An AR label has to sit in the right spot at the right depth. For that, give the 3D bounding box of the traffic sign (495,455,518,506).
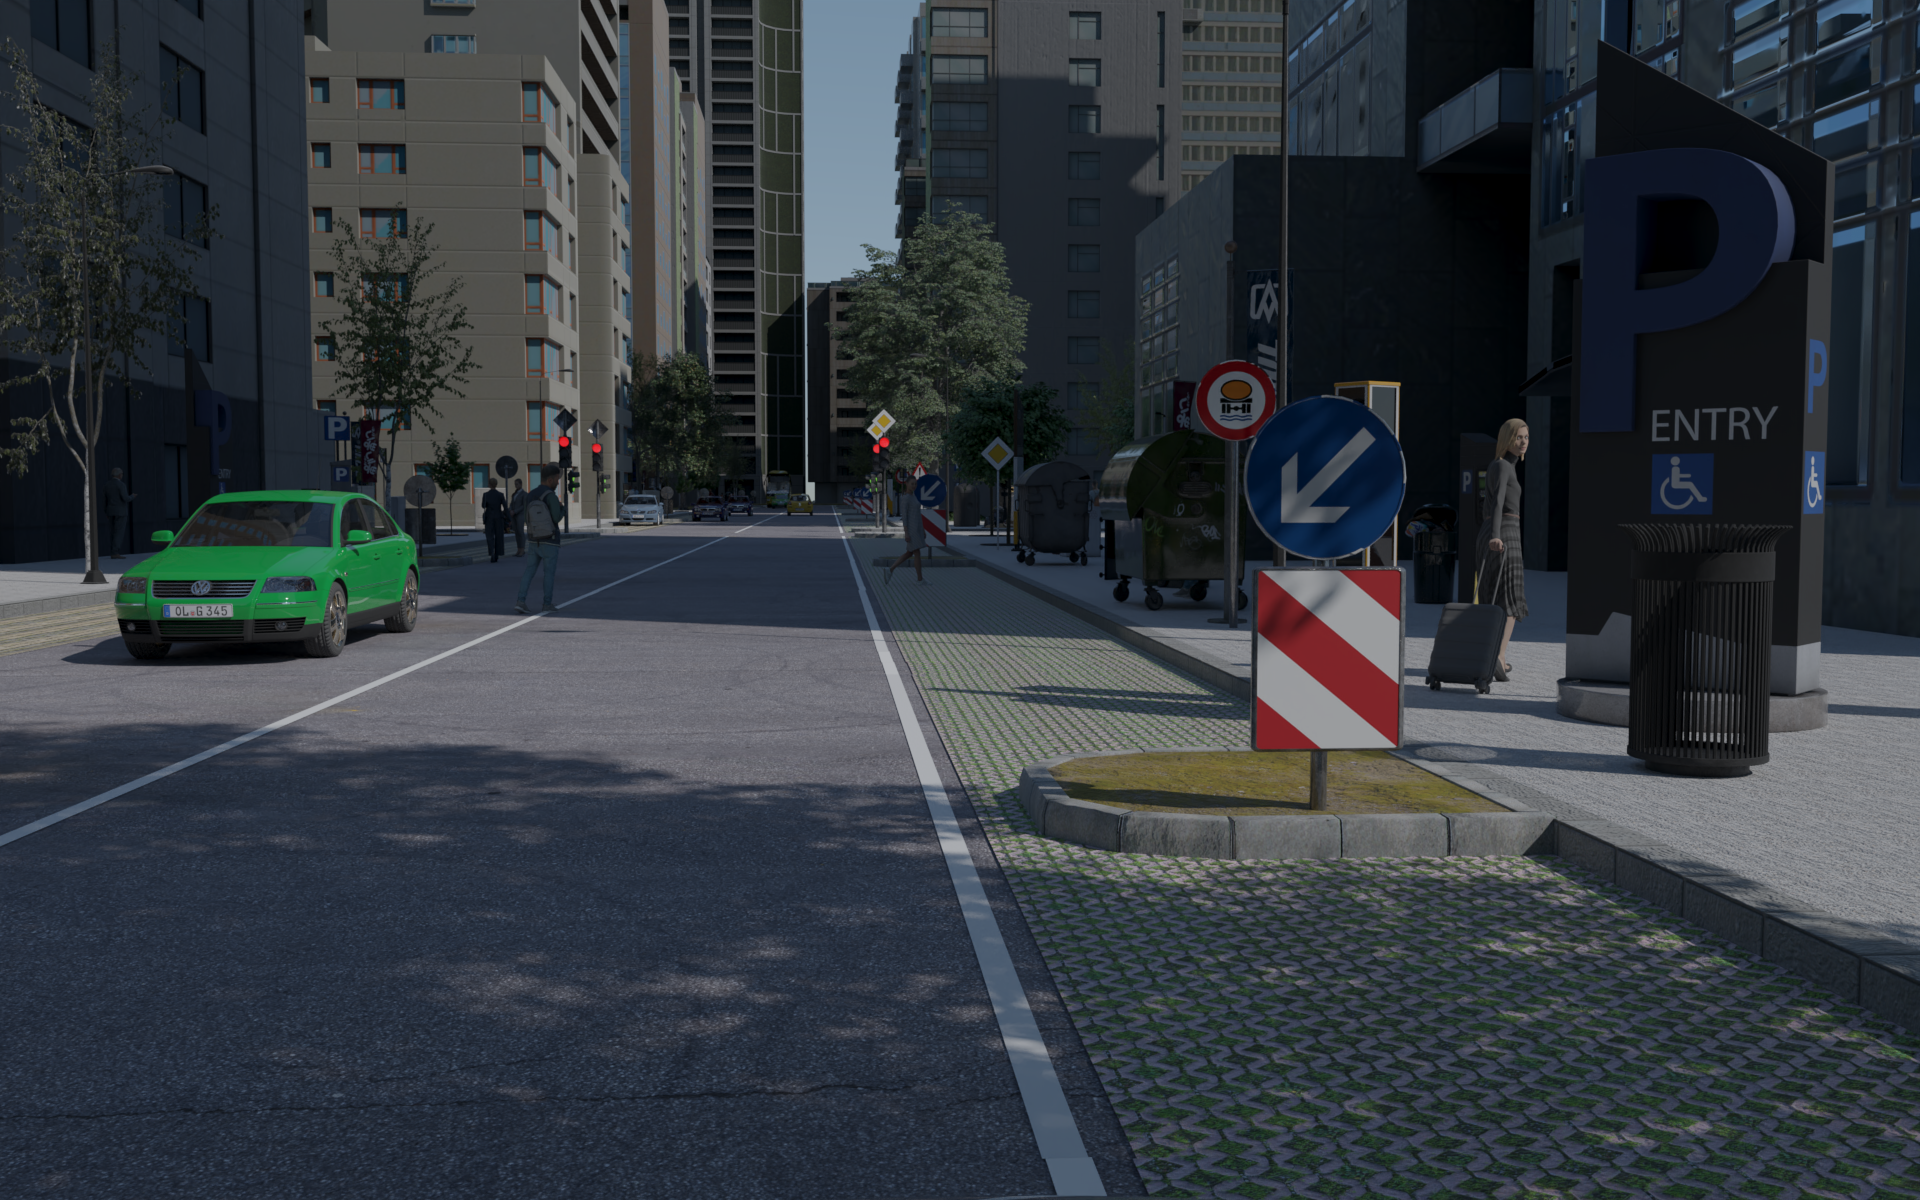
[{"bbox_3d":[-14.941,-3.485,57.091,0.768,2.556,0.104,0,4,4],"label":"traffic sign"}]

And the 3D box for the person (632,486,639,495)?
[{"bbox_3d":[-20.148,-6.159,107.001,0.793,1.790,0.793,1,4,23],"label":"person"}]

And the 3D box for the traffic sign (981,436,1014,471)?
[{"bbox_3d":[0.883,-2.426,39.405,0.795,2.593,0.064,0,4,2],"label":"traffic sign"}]

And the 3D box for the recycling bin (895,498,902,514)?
[{"bbox_3d":[-4.075,-6.071,111.813,0.722,1.027,0.722,-2,4,-28],"label":"recycling bin"}]

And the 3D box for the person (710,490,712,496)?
[{"bbox_3d":[-26.010,-10.644,180.630,0.990,1.755,0.434,-1,4,-10],"label":"person"}]

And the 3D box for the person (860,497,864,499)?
[{"bbox_3d":[-10.667,-11.058,187.282,0.683,1.767,0.568,0,4,-3],"label":"person"}]

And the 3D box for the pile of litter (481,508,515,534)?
[{"bbox_3d":[-14.937,-2.580,56.156,1.176,0.858,1.719,0,4,-5],"label":"pile of litter"}]

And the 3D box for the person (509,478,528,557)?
[{"bbox_3d":[-10.152,-1.888,39.637,0.520,1.790,0.573,1,4,18],"label":"person"}]

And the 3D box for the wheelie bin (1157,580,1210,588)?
[{"bbox_3d":[3.118,-0.969,23.744,0.980,1.594,0.693,-3,4,-38],"label":"wheelie bin"}]

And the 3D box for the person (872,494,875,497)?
[{"bbox_3d":[-8.270,-10.273,174.719,1.217,1.735,0.721,-1,4,-8],"label":"person"}]

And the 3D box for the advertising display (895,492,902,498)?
[{"bbox_3d":[-3.769,-6.571,112.646,0.974,1.923,0.123,1,4,20],"label":"advertising display"}]

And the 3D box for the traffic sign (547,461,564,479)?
[{"bbox_3d":[-15.847,-4.127,67.579,0.768,2.556,0.104,0,4,5],"label":"traffic sign"}]

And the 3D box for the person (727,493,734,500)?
[{"bbox_3d":[-25.168,-11.073,190.277,0.799,1.438,0.628,-1,4,-15],"label":"person"}]

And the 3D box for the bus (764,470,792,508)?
[{"bbox_3d":[-19.291,-11.795,184.396,2.896,3.916,12.252,0,4,-5],"label":"bus"}]

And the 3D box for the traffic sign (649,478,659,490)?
[{"bbox_3d":[-19.238,-6.530,108.888,0.606,2.300,0.079,0,4,-4],"label":"traffic sign"}]

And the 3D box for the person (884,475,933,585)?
[{"bbox_3d":[-0.800,-1.083,26.956,0.760,1.731,0.466,-1,4,-15],"label":"person"}]

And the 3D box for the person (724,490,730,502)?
[{"bbox_3d":[-28.095,-12.476,210.111,1.350,1.814,0.705,0,4,-5],"label":"person"}]

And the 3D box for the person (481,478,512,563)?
[{"bbox_3d":[-9.733,-1.675,36.307,0.576,1.772,0.534,-3,5,-42],"label":"person"}]

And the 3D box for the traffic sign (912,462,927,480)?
[{"bbox_3d":[-1.619,-4.281,70.002,0.884,2.594,0.081,0,4,3],"label":"traffic sign"}]

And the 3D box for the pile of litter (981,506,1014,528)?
[{"bbox_3d":[1.605,-3.171,65.811,1.719,0.858,1.176,-1,4,-10],"label":"pile of litter"}]

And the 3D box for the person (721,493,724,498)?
[{"bbox_3d":[-23.781,-10.032,173.329,0.557,1.426,1.065,2,4,25],"label":"person"}]

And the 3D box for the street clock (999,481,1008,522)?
[{"bbox_3d":[1.783,-3.971,69.490,0.471,2.002,0.358,-1,4,-19],"label":"street clock"}]

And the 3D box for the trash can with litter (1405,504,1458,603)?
[{"bbox_3d":[5.558,-0.562,20.573,0.624,1.170,1.055,1,4,9],"label":"trash can with litter"}]

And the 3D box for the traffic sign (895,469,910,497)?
[{"bbox_3d":[-2.832,-5.228,85.581,0.768,2.556,0.104,0,4,-4],"label":"traffic sign"}]

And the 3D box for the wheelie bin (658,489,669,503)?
[{"bbox_3d":[-18.778,-6.235,109.845,0.980,1.594,0.693,0,4,-1],"label":"wheelie bin"}]

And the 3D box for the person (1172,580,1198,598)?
[{"bbox_3d":[2.840,-0.924,21.496,0.721,1.781,0.623,2,4,34],"label":"person"}]

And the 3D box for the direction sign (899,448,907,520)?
[{"bbox_3d":[-2.773,-5.666,84.629,0.379,3.537,0.876,1,4,21],"label":"direction sign"}]

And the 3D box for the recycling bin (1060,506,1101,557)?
[{"bbox_3d":[2.465,-1.402,35.477,0.722,1.027,0.722,-1,4,-9],"label":"recycling bin"}]

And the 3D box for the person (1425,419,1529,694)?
[{"bbox_3d":[3.556,-0.336,11.758,0.699,1.804,1.509,3,5,40],"label":"person"}]

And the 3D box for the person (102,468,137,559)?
[{"bbox_3d":[-16.673,-1.723,34.390,0.661,1.801,0.590,1,4,21],"label":"person"}]

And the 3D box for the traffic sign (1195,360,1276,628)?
[{"bbox_3d":[2.622,-1.004,16.523,0.768,2.556,0.104,0,4,4],"label":"traffic sign"}]

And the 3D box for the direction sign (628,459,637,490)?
[{"bbox_3d":[-21.145,-7.315,111.601,0.876,3.537,0.379,3,4,38],"label":"direction sign"}]

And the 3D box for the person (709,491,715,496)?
[{"bbox_3d":[-24.789,-10.103,171.191,1.348,1.831,0.705,1,4,12],"label":"person"}]

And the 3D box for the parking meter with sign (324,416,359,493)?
[{"bbox_3d":[-13.574,-2.547,37.901,0.543,3.016,1.738,-1,4,-22],"label":"parking meter with sign"}]

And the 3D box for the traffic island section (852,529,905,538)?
[{"bbox_3d":[-2.492,-2.154,57.493,2.009,0.180,2.903,0,4,-4],"label":"traffic island section"}]

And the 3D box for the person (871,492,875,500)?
[{"bbox_3d":[-9.638,-11.260,190.229,1.350,1.814,0.705,-1,4,-17],"label":"person"}]

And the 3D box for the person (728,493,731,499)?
[{"bbox_3d":[-24.113,-10.515,181.230,0.557,1.426,1.065,-1,4,-16],"label":"person"}]

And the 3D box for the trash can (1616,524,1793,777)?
[{"bbox_3d":[3.430,0.222,8.030,0.748,1.137,0.748,0,3,0],"label":"trash can"}]

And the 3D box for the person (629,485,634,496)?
[{"bbox_3d":[-17.790,-5.306,93.370,0.480,1.755,0.524,-3,5,-40],"label":"person"}]

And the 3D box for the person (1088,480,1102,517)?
[{"bbox_3d":[3.941,-2.659,50.519,0.512,1.701,0.522,-1,4,-20],"label":"person"}]

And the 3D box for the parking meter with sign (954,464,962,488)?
[{"bbox_3d":[-0.069,-5.779,90.750,0.543,3.016,1.738,0,4,-3],"label":"parking meter with sign"}]

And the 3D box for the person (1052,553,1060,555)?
[{"bbox_3d":[2.273,-1.874,36.596,0.656,1.842,0.836,-2,4,-32],"label":"person"}]

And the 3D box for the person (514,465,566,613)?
[{"bbox_3d":[-5.005,-0.732,20.816,0.623,1.781,0.721,1,4,20],"label":"person"}]

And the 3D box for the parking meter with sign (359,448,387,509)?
[{"bbox_3d":[-22.466,-4.209,65.074,1.738,3.016,0.543,-3,4,-36],"label":"parking meter with sign"}]
